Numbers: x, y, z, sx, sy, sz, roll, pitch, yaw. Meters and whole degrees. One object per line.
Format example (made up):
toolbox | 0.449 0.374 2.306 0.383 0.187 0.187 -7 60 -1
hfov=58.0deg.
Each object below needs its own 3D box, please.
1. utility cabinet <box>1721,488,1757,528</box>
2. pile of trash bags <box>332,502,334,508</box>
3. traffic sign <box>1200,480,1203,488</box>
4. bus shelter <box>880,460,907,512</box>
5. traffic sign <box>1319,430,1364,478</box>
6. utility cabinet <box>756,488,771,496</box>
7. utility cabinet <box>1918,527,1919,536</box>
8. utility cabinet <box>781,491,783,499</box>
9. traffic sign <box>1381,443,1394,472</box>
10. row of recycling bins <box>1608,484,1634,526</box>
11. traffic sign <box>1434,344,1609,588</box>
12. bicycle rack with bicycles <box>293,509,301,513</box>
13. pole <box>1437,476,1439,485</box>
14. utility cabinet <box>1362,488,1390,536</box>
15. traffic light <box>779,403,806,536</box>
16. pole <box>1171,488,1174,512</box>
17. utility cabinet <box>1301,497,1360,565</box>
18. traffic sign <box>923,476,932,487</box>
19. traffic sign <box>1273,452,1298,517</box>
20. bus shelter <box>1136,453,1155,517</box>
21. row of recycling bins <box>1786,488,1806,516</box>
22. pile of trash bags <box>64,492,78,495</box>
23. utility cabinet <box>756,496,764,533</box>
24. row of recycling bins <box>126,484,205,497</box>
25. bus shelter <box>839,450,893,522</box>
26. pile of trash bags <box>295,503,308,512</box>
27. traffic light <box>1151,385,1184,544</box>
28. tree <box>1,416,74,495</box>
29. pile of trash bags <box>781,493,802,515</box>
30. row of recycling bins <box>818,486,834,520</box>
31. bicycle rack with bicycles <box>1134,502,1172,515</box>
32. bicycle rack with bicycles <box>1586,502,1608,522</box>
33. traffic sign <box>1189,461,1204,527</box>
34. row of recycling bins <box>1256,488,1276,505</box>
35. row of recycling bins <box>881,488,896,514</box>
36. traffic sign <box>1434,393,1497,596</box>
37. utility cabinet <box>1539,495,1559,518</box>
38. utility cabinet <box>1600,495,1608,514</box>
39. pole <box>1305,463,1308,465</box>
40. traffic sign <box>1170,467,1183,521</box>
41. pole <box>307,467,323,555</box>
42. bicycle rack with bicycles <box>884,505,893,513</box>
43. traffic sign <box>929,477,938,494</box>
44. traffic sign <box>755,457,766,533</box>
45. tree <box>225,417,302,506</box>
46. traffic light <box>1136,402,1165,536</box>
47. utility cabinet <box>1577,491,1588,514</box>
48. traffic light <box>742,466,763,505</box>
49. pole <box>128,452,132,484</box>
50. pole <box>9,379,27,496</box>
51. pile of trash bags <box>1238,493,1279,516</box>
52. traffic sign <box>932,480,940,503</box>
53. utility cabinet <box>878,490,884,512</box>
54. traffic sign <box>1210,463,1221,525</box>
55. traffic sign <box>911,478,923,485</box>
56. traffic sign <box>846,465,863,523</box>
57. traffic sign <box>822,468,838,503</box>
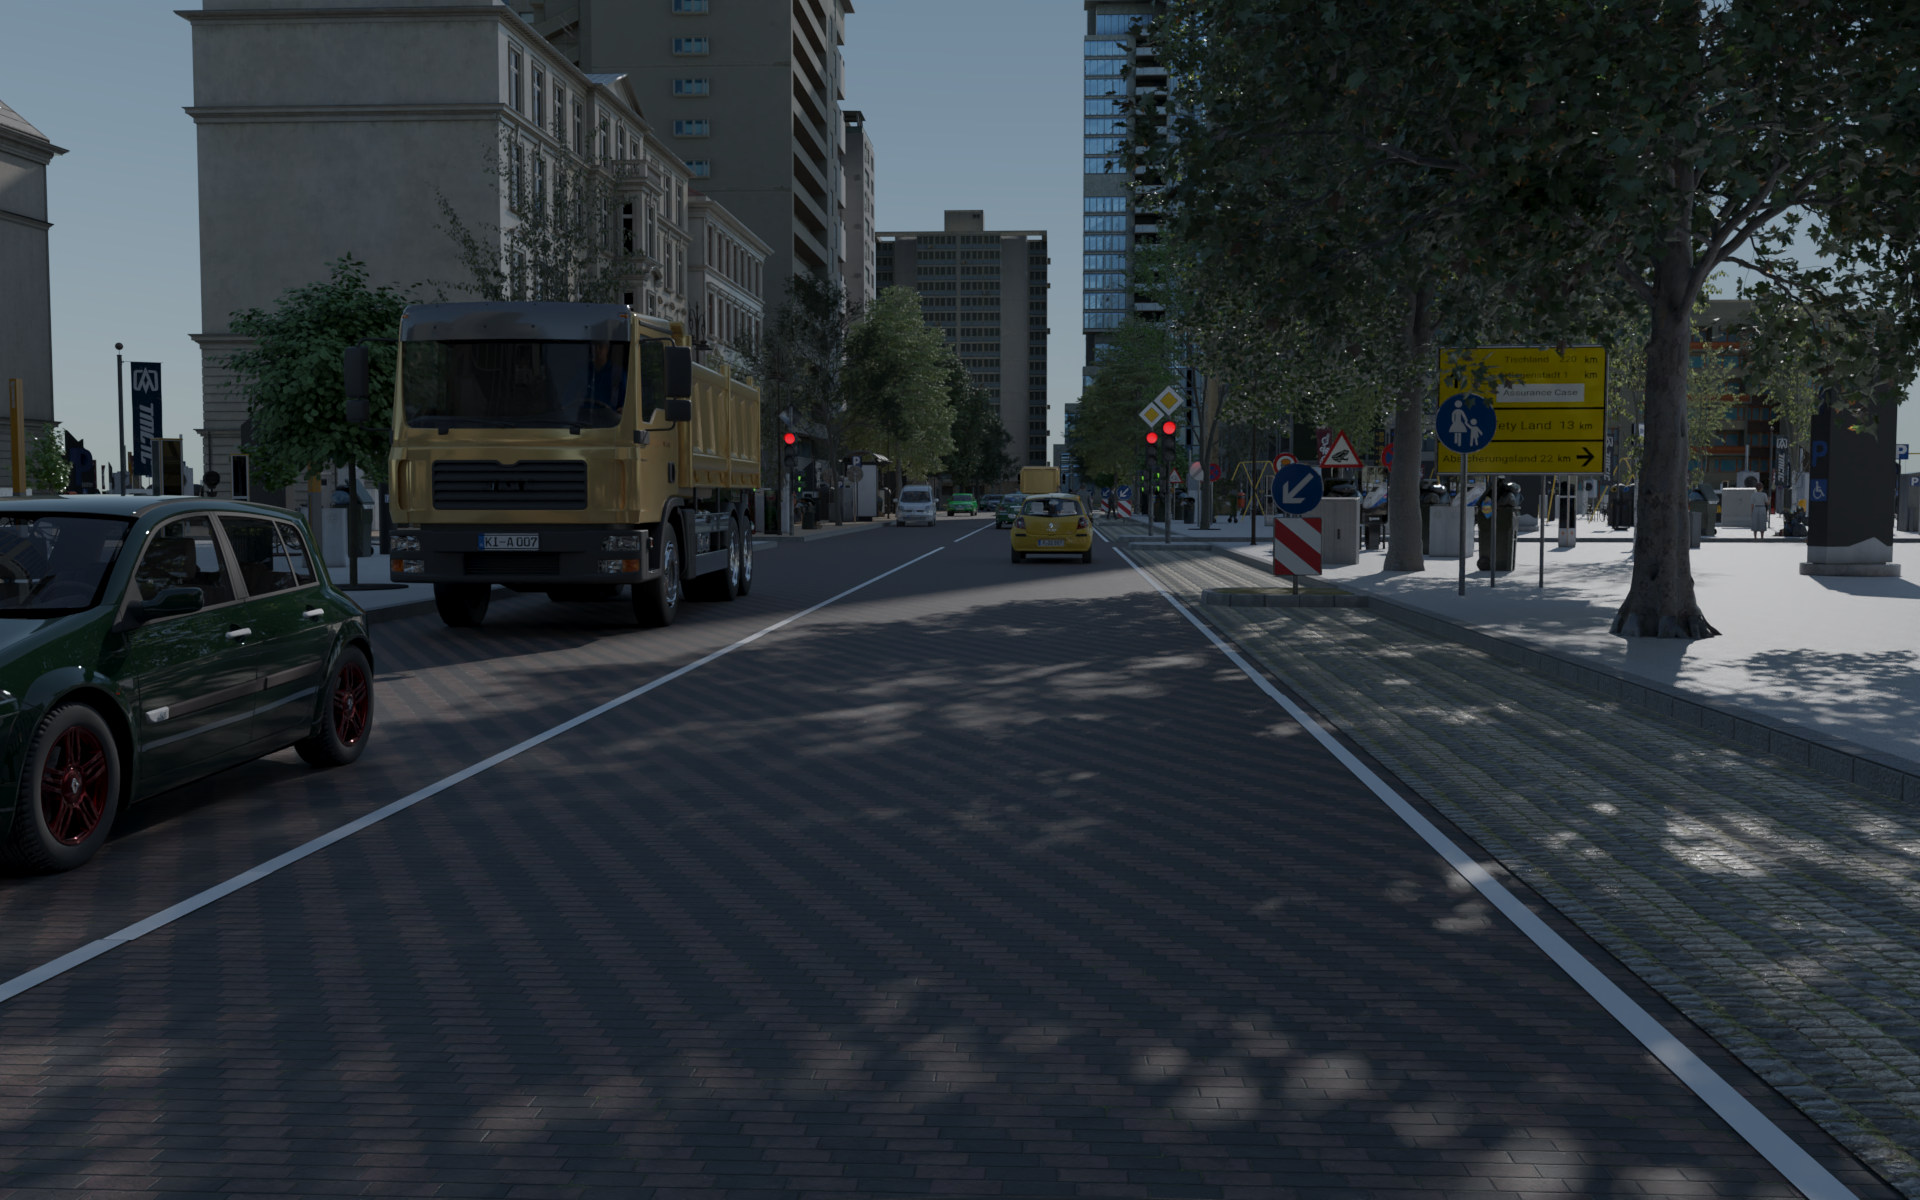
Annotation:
utility cabinet | 29.495 -3.481 65.585 1.173 1.500 0.318 3 5 41
pile of trash bags | -41.792 -6.604 117.731 3.447 1.369 1.912 1 4 9
traffic sign | 11.056 -4.875 79.707 0.884 2.594 0.081 0 4 8
bus shelter | -4.539 -8.049 122.884 1.731 3.624 6.357 0 4 3
traffic sign | 7.710 -2.144 35.051 0.884 2.594 0.081 1 4 11
utility cabinet | -11.684 -5.881 104.840 1.173 1.500 0.318 0 4 1
utility cabinet | 29.333 -2.661 52.189 0.318 1.500 1.173 0 4 5
utility cabinet | -12.244 -6.535 115.518 1.173 1.500 0.318 3 4 37
traffic sign | 10.664 -2.583 42.345 0.768 2.556 0.104 1 4 9
row of recycling bins | 27.209 -3.814 69.476 1.069 1.692 3.534 -1 4 -10
traffic sign | 7.642 -1.822 23.662 2.265 3.308 0.079 0 4 8
bicycle rack with bicycles | -15.924 -1.653 40.417 2.925 0.926 2.852 -1 4 -10
pole | 33.920 -7.896 122.943 0.158 3.312 0.155 0 3 0
utility cabinet | 12.884 -2.701 52.838 1.173 1.500 0.318 -1 4 -19
traffic light | -5.184 -3.943 53.397 0.839 4.253 0.868 0 4 3
pole | 15.053 -7.882 122.714 0.158 3.312 0.155 0 3 0
utility cabinet | 6.804 -1.264 31.830 1.020 1.237 0.306 2 4 27
traffic sign | -2.403 -7.433 121.538 0.884 2.594 0.081 0 4 5
traffic sign | 9.977 -3.242 53.113 0.768 2.556 0.104 1 4 11
bus shelter | 11.278 -6.710 100.989 1.731 3.624 6.357 0 4 3
row of recycling bins | 50.777 -5.833 102.485 3.534 1.692 1.069 3 5 41
pile of trash bags | -35.444 -3.539 67.609 3.447 1.369 1.912 2 4 33
utility cabinet | -6.746 -2.857 57.872 1.020 1.237 0.306 0 4 -3
row of recycling bins | -31.560 -3.779 68.903 1.069 1.692 3.534 2 4 32
bus shelter | -4.461 -5.432 82.741 2.014 3.302 5.546 0 4 3
pile of trash bags | -43.406 -6.304 112.815 1.912 1.369 3.447 1 4 16
traffic light | 5.373 -3.420 44.838 0.839 4.253 0.868 0 4 3
tree | -22.419 -2.946 42.774 1.663 3.219 1.824 0 3 0
pile of trash bags | -9.346 -5.248 95.557 1.912 1.369 3.447 0 4 -3
row of recycling bins | -6.268 -4.904 87.289 1.069 1.692 3.534 1 4 17
bicycle rack with bicycles | 12.284 -5.799 108.195 2.925 0.926 2.852 -1 4 -12
bicycle rack with bicycles | 30.322 -4.095 80.337 2.852 0.926 2.925 1 4 17
traffic sign | 9.302 -4.120 67.473 0.768 2.556 0.104 1 4 9
row of recycling bins | 22.143 -6.942 120.615 3.534 1.692 1.069 0 4 7
row of recycling bins | -4.422 -6.455 112.659 3.534 1.692 1.069 -1 4 -16
traffic sign | 6.347 -1.329 21.830 0.768 2.556 0.104 0 4 4
utility cabinet | 31.677 -5.013 93.130 1.020 1.237 0.306 -1 4 -11
utility cabinet | 42.618 -6.296 114.104 1.020 1.237 0.306 -2 4 -32
pole | 22.840 -7.369 114.321 0.158 3.312 0.155 0 3 0
traffic sign | 10.335 -5.111 83.561 0.884 2.594 0.081 1 4 10
pole | -10.314 -2.068 27.651 0.158 3.312 0.155 0 3 0
bicycle rack with bicycles | -5.411 -5.773 107.777 2.852 0.926 2.925 -3 5 -40
traffic sign | -1.982 -7.790 127.475 0.768 2.556 0.104 0 4 4
traffic sign | -6.817 -3.507 57.445 0.768 2.556 0.104 1 4 11
tree | -14.299 -2.521 35.820 1.663 3.219 1.824 0 3 0
traffic light | 5.811 -3.908 52.811 0.839 4.253 0.868 0 4 3
utility cabinet | 38.572 -6.051 107.614 0.318 1.500 1.173 -1 4 -11
traffic light | -5.622 -3.456 45.424 0.839 4.253 0.868 0 4 3
pole | -39.877 -5.470 83.276 0.158 3.312 0.155 0 3 0
pole | -16.678 -2.254 30.690 0.158 3.312 0.155 0 3 0
pile of trash bags | 17.571 -5.746 103.693 1.912 1.369 3.447 3 5 39
traffic sign | -1.804 -7.757 128.949 0.606 2.300 0.079 1 4 13
utility cabinet | -4.682 -5.531 99.103 0.318 1.500 1.173 -2 4 -26
traffic sign | 10.412 -4.375 71.641 0.768 2.556 0.104 0 4 6
traffic sign | -2.914 -7.198 117.696 0.884 2.594 0.081 0 4 7
traffic sign | -4.685 -4.710 77.112 0.768 2.556 0.104 0 4 6
traffic sign | -6.239 -5.081 83.180 0.768 2.556 0.104 0 4 7
